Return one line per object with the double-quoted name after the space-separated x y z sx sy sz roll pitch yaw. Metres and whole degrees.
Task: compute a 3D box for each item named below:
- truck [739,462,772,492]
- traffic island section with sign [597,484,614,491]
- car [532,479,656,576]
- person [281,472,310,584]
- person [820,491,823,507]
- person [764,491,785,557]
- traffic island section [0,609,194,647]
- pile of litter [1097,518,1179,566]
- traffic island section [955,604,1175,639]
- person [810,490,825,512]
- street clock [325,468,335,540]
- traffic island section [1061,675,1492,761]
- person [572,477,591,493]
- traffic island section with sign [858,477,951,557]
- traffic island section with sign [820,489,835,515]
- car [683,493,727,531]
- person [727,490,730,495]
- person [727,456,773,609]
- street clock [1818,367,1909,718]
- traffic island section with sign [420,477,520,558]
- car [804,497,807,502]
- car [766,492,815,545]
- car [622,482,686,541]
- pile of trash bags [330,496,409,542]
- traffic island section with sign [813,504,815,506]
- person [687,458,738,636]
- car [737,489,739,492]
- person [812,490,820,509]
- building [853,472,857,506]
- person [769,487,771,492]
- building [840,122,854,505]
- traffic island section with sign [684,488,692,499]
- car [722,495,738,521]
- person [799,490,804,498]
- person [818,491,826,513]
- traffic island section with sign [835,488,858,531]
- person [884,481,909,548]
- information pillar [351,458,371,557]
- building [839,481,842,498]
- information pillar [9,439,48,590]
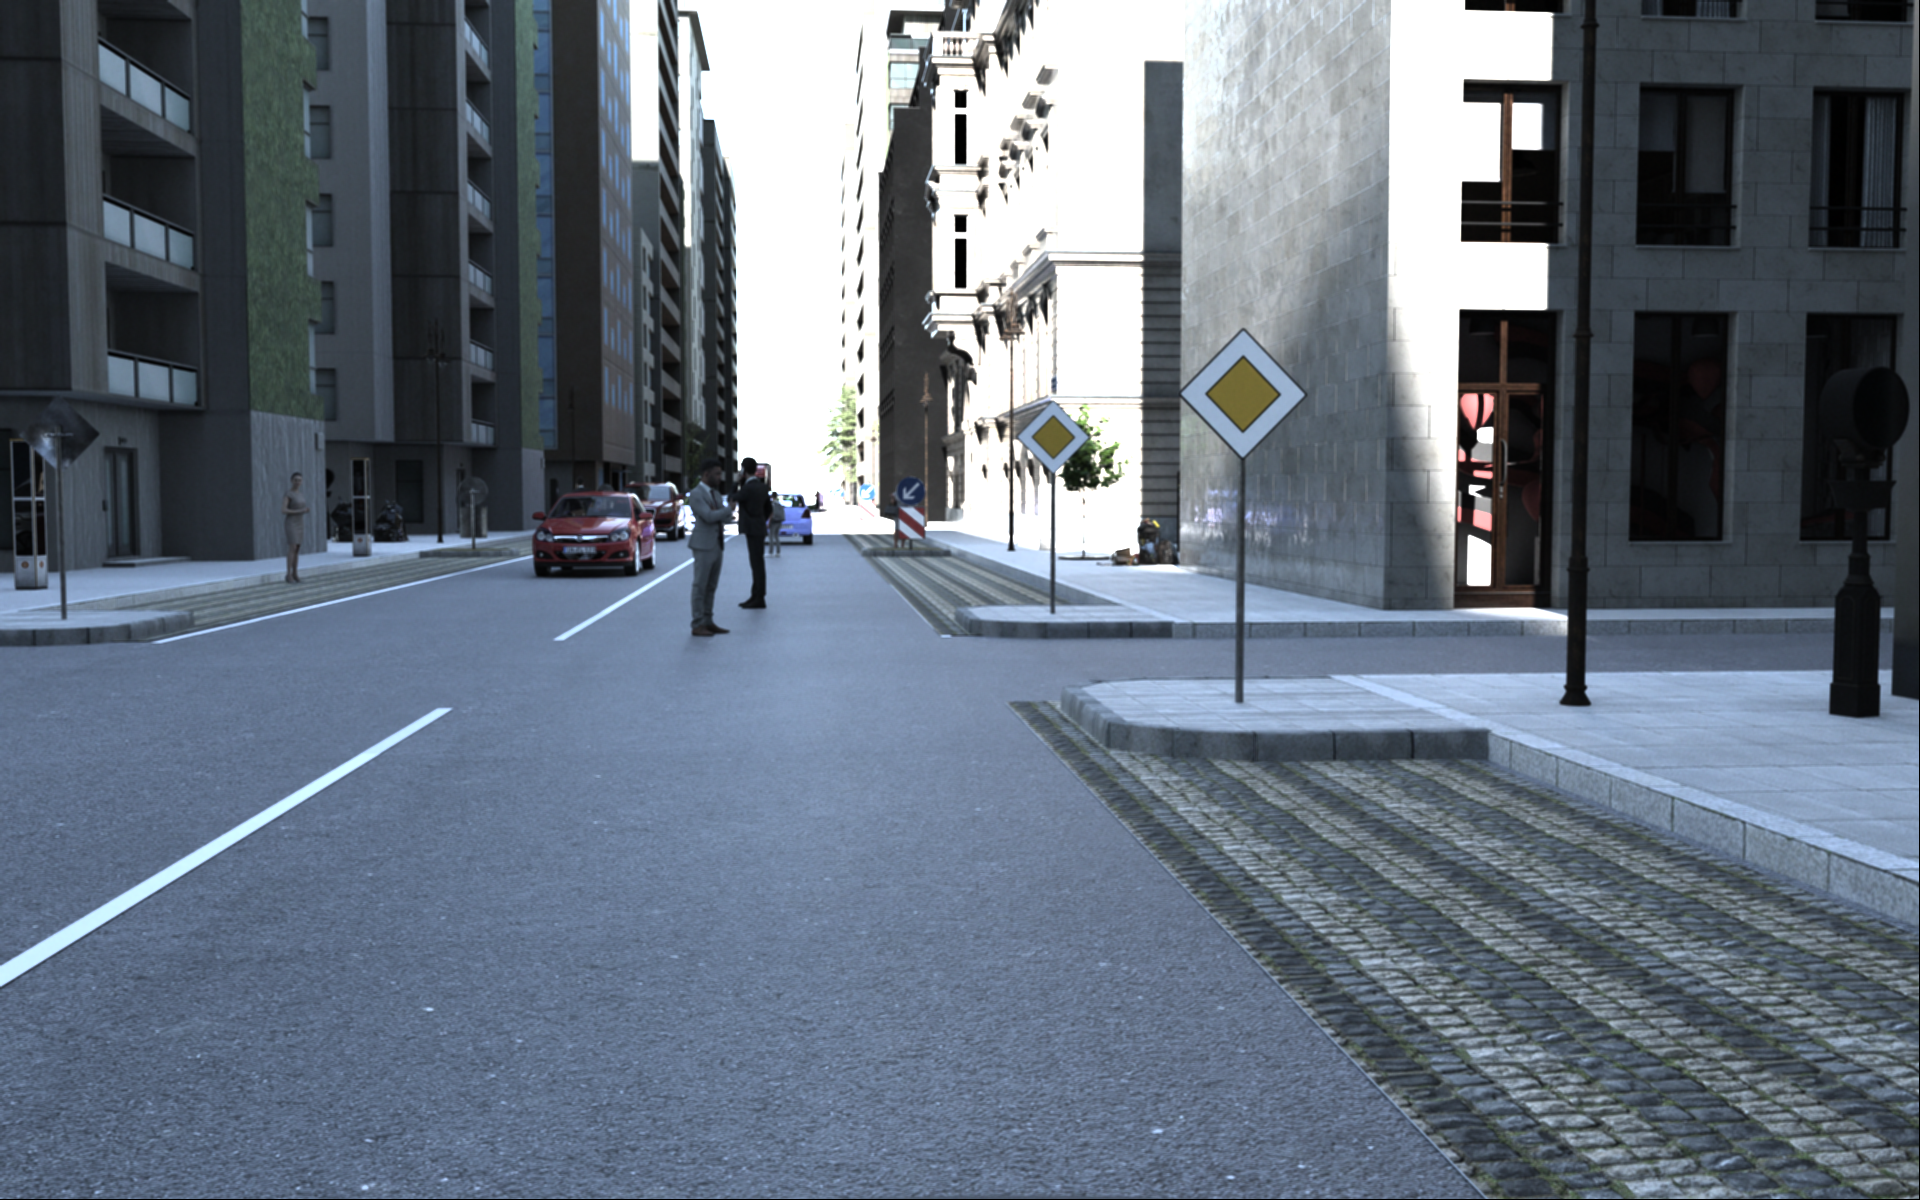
-18.258 -10.144 154.768 2.839 4.237 11.283 0 4 -3 "truck"
-13.691 -3.572 67.028 1.989 1.847 2.006 0 4 -5 "traffic island section with sign"
-6.633 -1.382 31.643 2.155 1.783 4.494 0 4 -4 "car"
-10.636 -1.157 27.757 0.374 1.781 0.599 1 4 12 "person"
-15.642 -11.415 195.162 0.705 1.821 1.348 -1 4 -9 "person"
-4.237 -1.737 39.501 0.523 1.515 0.503 0 4 0 "person"
-9.184 0.279 17.713 2.009 0.180 2.903 0 4 -5 "traffic island section"
3.260 -1.069 31.441 1.719 0.858 1.176 -1 4 -9 "pile of litter"
1.016 0.223 18.633 2.009 0.180 2.903 0 4 -5 "traffic island section"
-11.198 -7.768 136.230 1.217 1.743 0.721 1 4 14 "person"
-17.875 -2.706 48.806 0.471 2.002 0.358 0 4 -7 "street clock"
1.739 0.710 10.680 2.009 0.180 2.903 0 4 -5 "traffic island section"
-10.335 -2.418 47.403 0.474 1.900 0.648 3 5 43 "person"
-1.288 -1.932 40.224 1.989 1.847 2.006 0 4 -5 "traffic island section with sign"
-8.308 -6.661 117.538 1.989 1.847 2.006 0 4 -5 "traffic island section with sign"
-9.949 -3.492 66.690 1.945 1.707 3.694 0 4 -6 "car"
-21.095 -9.216 159.166 1.348 1.826 0.705 -1 4 -11 "person"
-2.648 -0.850 21.766 0.474 1.900 0.648 1 4 10 "person"
5.186 -0.331 9.983 0.471 2.002 0.358 -2 4 -24 "street clock"
-11.198 -1.902 39.728 1.989 1.847 2.006 0 4 -5 "traffic island section with sign"
-18.922 -11.778 202.360 2.009 1.686 4.222 0 4 -4 "car"
-5.156 -2.488 50.276 1.945 1.707 3.694 0 4 -7 "car"
-9.782 -2.801 54.477 2.281 1.827 5.304 0 4 -5 "car"
-16.614 -2.266 46.801 3.447 1.369 1.912 0 4 1 "pile of trash bags"
-15.813 -11.703 199.978 1.989 1.847 2.006 0 4 -5 "traffic island section with sign"
-2.503 -0.546 17.605 0.466 1.800 0.511 0 4 7 "person"
-17.513 -8.116 141.376 2.281 1.827 5.304 0 4 -5 "car"
-13.342 -9.436 162.872 1.348 1.812 0.705 -2 4 -35 "person"
-1.819 -46.272 194.795 20.563 71.187 20.611 0 4 -5 "building"
-10.657 -5.395 96.665 1.348 1.831 0.705 2 4 34 "person"
-3.999 -36.254 216.455 21.300 48.544 21.600 0 4 -5 "building"
-18.157 -6.581 116.223 1.989 1.847 2.006 0 4 -5 "traffic island section with sign"
-11.338 -4.418 84.591 2.083 1.381 4.827 0 4 -5 "car"
-14.477 -9.036 156.255 1.348 1.821 0.705 3 5 43 "person"
-10.527 -7.494 131.941 0.541 1.710 0.530 3 5 44 "person"
-3.752 -3.599 67.468 1.989 1.847 2.006 0 4 -5 "traffic island section with sign"
-1.566 -2.137 43.801 0.716 1.782 0.532 0 4 -1 "person"
-12.297 -1.900 35.563 0.304 2.012 0.304 0 4 -5 "information pillar"
-0.657 -33.561 240.602 32.217 40.220 23.993 0 4 -5 "building"
-12.496 -1.147 23.252 0.304 2.012 0.304 0 3 0 "information pillar"
